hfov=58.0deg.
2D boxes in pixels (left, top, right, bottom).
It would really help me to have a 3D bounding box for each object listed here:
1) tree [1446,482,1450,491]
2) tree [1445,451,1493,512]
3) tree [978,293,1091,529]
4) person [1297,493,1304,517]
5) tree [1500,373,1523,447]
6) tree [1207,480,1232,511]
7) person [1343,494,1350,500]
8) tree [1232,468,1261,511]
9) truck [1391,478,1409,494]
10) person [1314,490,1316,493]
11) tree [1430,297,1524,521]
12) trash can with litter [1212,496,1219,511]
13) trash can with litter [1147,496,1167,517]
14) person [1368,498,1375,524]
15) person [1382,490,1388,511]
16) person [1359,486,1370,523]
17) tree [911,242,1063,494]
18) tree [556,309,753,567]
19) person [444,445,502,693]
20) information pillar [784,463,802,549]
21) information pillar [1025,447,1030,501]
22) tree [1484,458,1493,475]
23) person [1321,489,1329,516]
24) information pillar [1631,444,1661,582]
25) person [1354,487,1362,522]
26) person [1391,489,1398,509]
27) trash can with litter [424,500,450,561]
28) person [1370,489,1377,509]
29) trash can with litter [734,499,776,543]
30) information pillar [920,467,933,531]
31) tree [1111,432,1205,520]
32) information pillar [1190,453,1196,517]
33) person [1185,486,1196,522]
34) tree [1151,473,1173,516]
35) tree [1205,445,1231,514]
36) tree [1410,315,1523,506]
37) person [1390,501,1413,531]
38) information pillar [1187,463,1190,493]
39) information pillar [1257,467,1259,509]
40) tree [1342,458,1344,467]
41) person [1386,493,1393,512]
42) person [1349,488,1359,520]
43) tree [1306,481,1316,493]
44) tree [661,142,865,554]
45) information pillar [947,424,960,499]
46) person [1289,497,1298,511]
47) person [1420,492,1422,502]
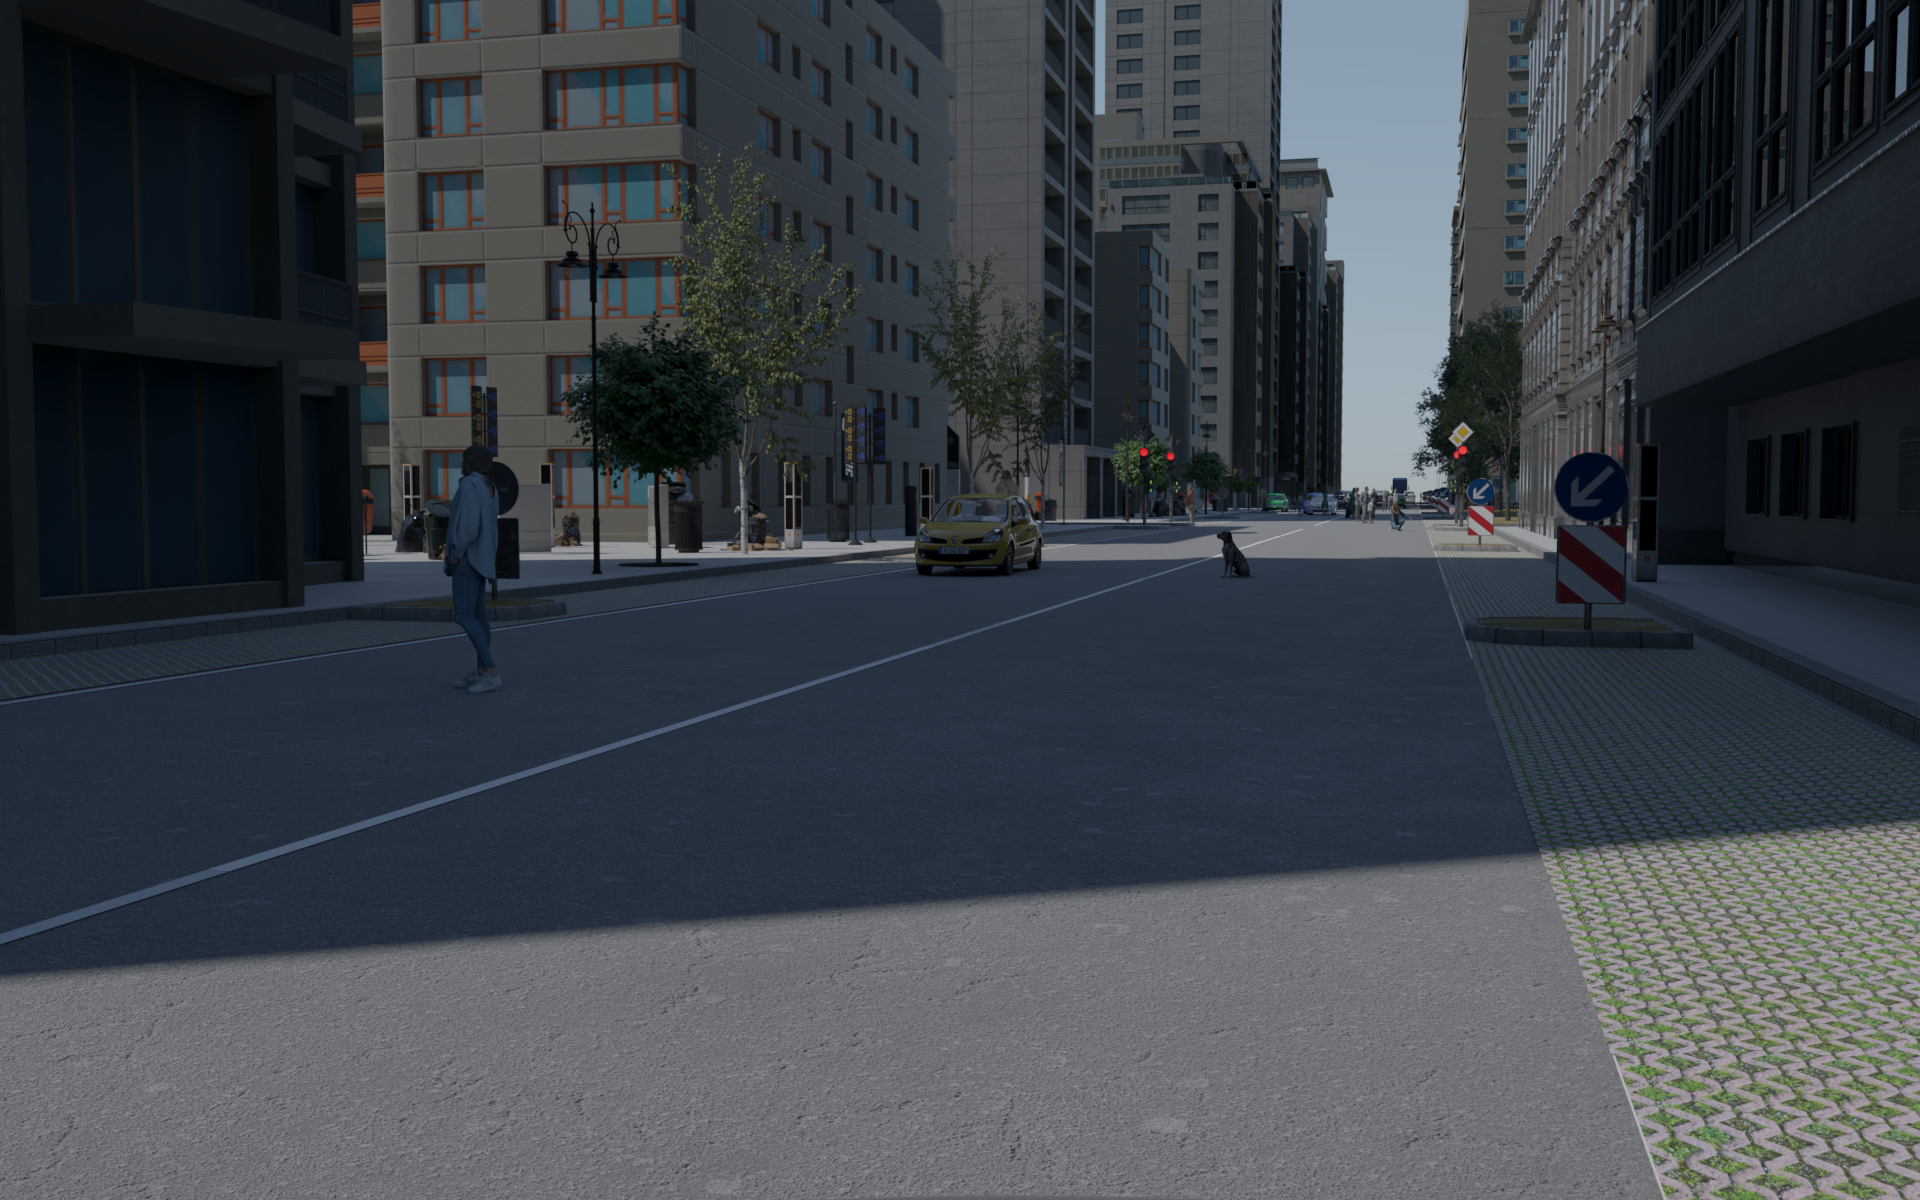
[{"bbox_3d":[64.765,-14.296,228.347,1.663,3.219,1.824,0,3,0],"label":"tree"},{"bbox_3d":[37.452,-8.800,127.593,4.285,4.588,4.351,0,3,0],"label":"tree"},{"bbox_3d":[2.919,-6.937,63.783,4.360,8.622,3.978,0,3,0],"label":"tree"},{"bbox_3d":[20.879,-5.828,106.387,0.523,1.515,0.503,1,4,10],"label":"person"},{"bbox_3d":[30.991,-8.708,92.744,4.360,8.622,3.978,0,3,0],"label":"tree"},{"bbox_3d":[19.625,-8.535,134.147,1.663,3.219,1.824,0,3,0],"label":"tree"},{"bbox_3d":[34.338,-8.671,153.455,0.628,1.438,0.799,2,4,26],"label":"person"},{"bbox_3d":[23.951,-9.147,144.159,1.663,3.219,1.824,0,3,0],"label":"tree"},{"bbox_3d":[70.695,-17.688,278.956,2.967,4.110,18.799,1,4,16],"label":"truck"},{"bbox_3d":[29.589,-8.318,144.692,0.606,1.804,0.583,-1,4,-20],"label":"person"},{"bbox_3d":[25.903,-9.061,82.563,7.601,10.594,8.767,-1,4,-14],"label":"tree"},{"bbox_3d":[19.030,-7.137,128.076,0.624,1.170,1.055,-1,4,-18],"label":"trash can with litter"},{"bbox_3d":[10.825,-5.122,95.131,1.055,1.170,0.624,-3,4,-36],"label":"trash can with litter"},{"bbox_3d":[19.783,-4.291,83.337,0.352,1.250,0.332,2,4,27],"label":"person"},{"bbox_3d":[35.431,-8.292,144.262,0.526,1.800,0.537,1,4,10],"label":"person"},{"bbox_3d":[19.975,-4.698,85.407,0.391,1.810,0.635,3,5,44],"label":"person"},{"bbox_3d":[0.567,-6.164,51.150,4.737,8.622,4.395,0,3,0],"label":"tree"},{"bbox_3d":[-5.463,-2.896,31.065,4.285,4.588,4.351,0,3,0],"label":"tree"},{"bbox_3d":[-3.557,-0.243,12.744,0.793,1.790,0.793,-2,4,-33],"label":"person"},{"bbox_3d":[-3.888,-2.197,40.420,0.304,2.012,0.304,2,4,35],"label":"information pillar"},{"bbox_3d":[3.299,-5.737,85.150,0.183,3.616,0.504,-1,4,-15],"label":"information pillar"},{"bbox_3d":[41.142,-11.507,138.494,4.360,8.622,3.978,0,3,0],"label":"tree"},{"bbox_3d":[24.147,-6.467,114.485,0.529,1.795,0.600,2,4,25],"label":"person"},{"bbox_3d":[10.028,-1.274,25.324,0.304,2.012,0.304,0,4,8],"label":"information pillar"},{"bbox_3d":[20.769,-4.970,90.034,0.573,1.790,0.520,0,4,-4],"label":"person"},{"bbox_3d":[36.420,-8.361,145.084,0.818,1.842,0.514,0,4,-2],"label":"person"},{"bbox_3d":[-9.961,-1.361,33.643,0.624,1.170,1.055,-3,5,-43],"label":"trash can with litter"},{"bbox_3d":[30.981,-7.451,130.123,0.655,1.846,0.447,-2,4,-34],"label":"person"},{"bbox_3d":[-5.377,-2.098,45.686,1.055,1.170,0.624,-3,5,-44],"label":"trash can with litter"},{"bbox_3d":[-0.918,-2.660,47.989,0.304,2.012,0.304,1,4,13],"label":"information pillar"},{"bbox_3d":[9.294,-6.374,87.927,4.285,4.588,4.351,0,3,0],"label":"tree"},{"bbox_3d":[13.392,-6.586,99.036,0.183,3.616,0.504,1,4,8],"label":"information pillar"},{"bbox_3d":[10.798,-4.444,81.139,0.573,1.828,0.580,-1,4,-10],"label":"person"},{"bbox_3d":[11.463,-6.448,100.028,1.663,3.219,1.824,0,3,0],"label":"tree"},{"bbox_3d":[16.023,-7.883,112.598,4.285,4.588,4.351,0,3,0],"label":"tree"},{"bbox_3d":[33.480,-11.871,111.097,9.611,12.733,9.660,0,3,0],"label":"tree"},{"bbox_3d":[17.118,-3.268,67.435,1.012,1.151,0.738,-1,4,-14],"label":"person"},{"bbox_3d":[16.400,-8.086,123.568,0.504,3.616,0.183,-1,4,-21],"label":"information pillar"},{"bbox_3d":[25.413,-9.554,147.567,0.183,3.616,0.504,1,4,9],"label":"information pillar"},{"bbox_3d":[65.577,-21.724,305.542,4.360,8.622,3.978,0,3,0],"label":"tree"},{"bbox_3d":[35.304,-8.023,142.270,0.503,1.515,0.523,-3,5,-39],"label":"person"},{"bbox_3d":[22.100,-5.406,97.141,0.600,1.795,0.529,1,4,10],"label":"person"},{"bbox_3d":[45.939,-14.188,226.566,1.663,3.219,1.824,0,3,0],"label":"tree"},{"bbox_3d":[-4.436,-5.268,36.486,4.737,8.622,4.395,0,3,0],"label":"tree"},{"bbox_3d":[-0.228,-4.086,58.158,0.504,3.616,0.183,2,4,32],"label":"information pillar"},{"bbox_3d":[28.401,-8.137,147.031,0.738,1.151,1.012,-2,4,-30],"label":"person"},{"bbox_3d":[75.687,-16.814,284.084,0.721,1.739,1.217,-1,4,-9],"label":"person"}]
